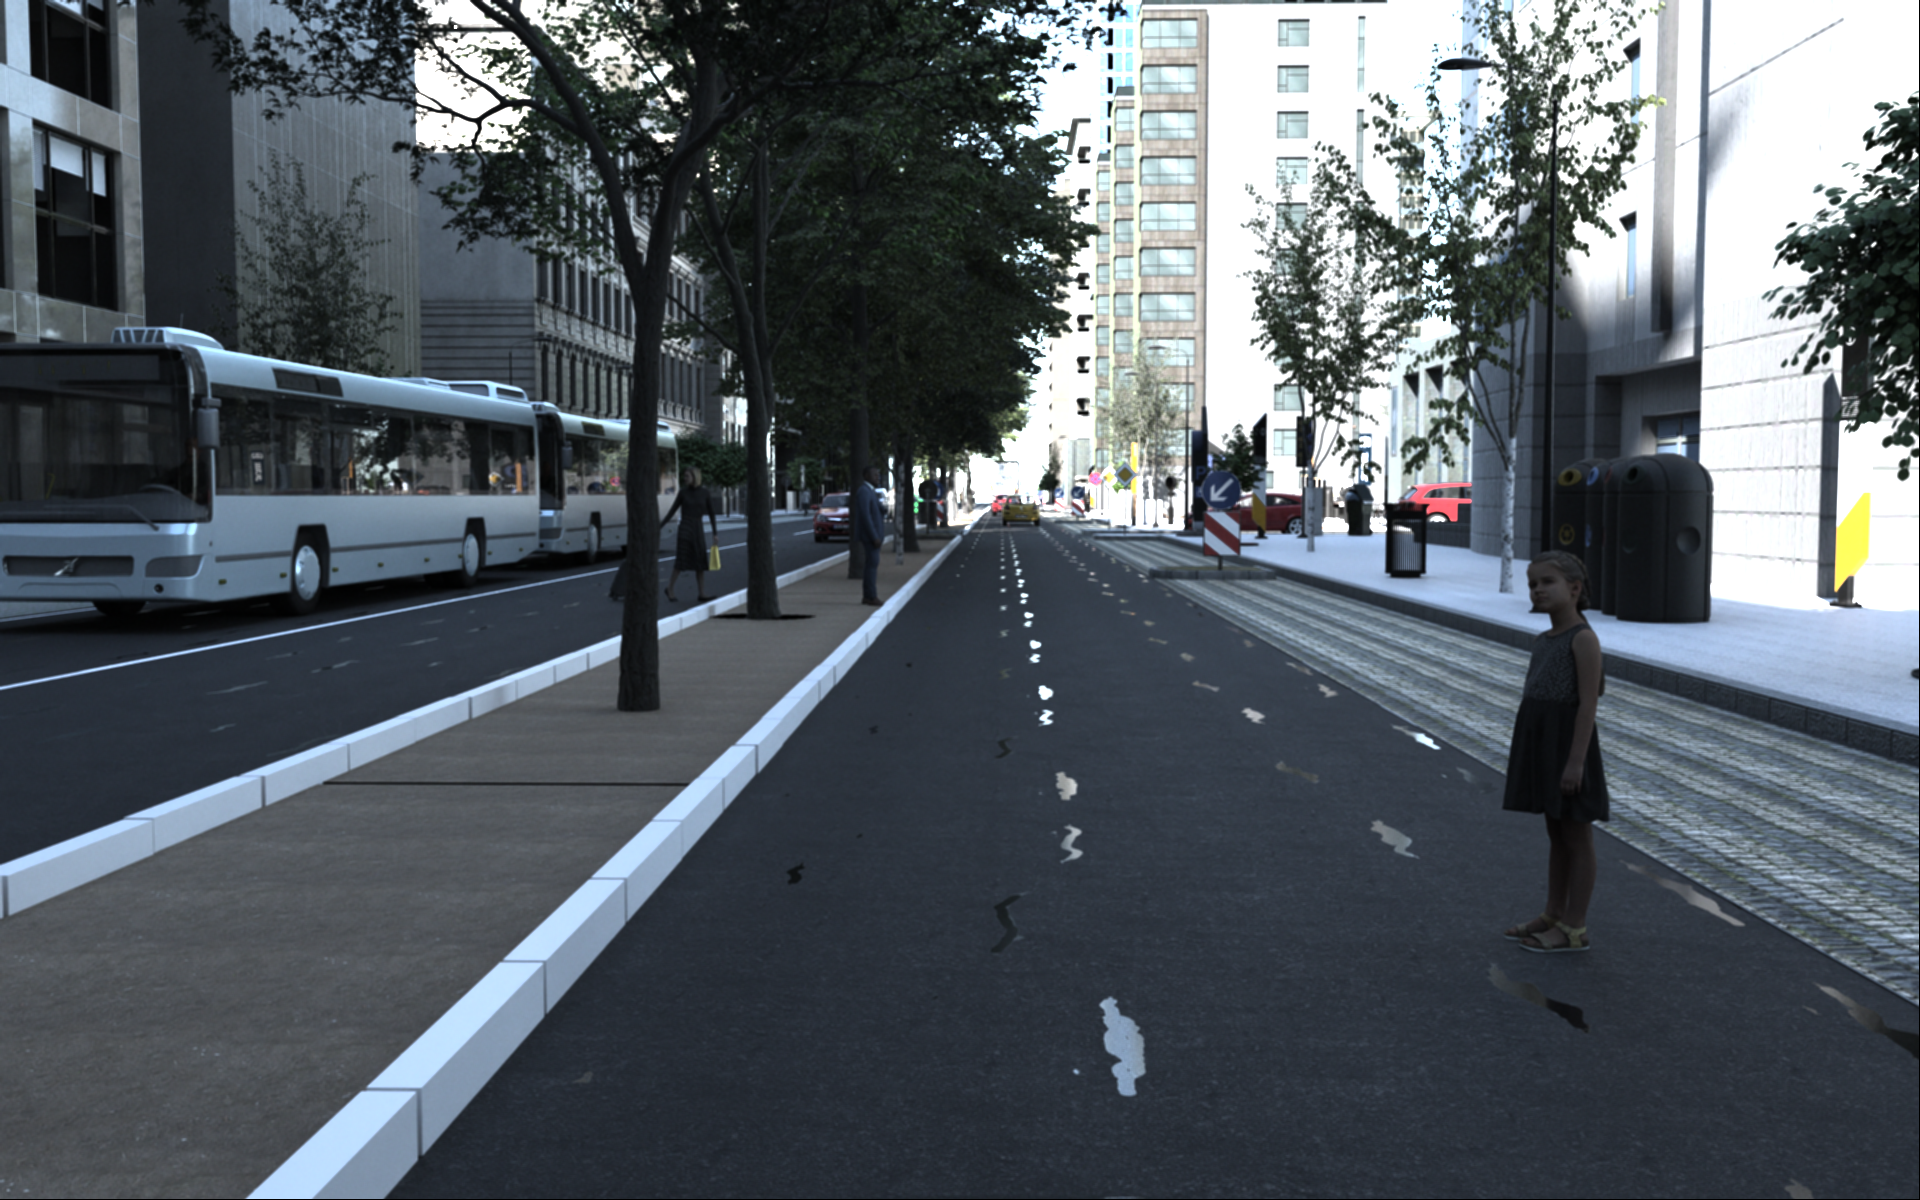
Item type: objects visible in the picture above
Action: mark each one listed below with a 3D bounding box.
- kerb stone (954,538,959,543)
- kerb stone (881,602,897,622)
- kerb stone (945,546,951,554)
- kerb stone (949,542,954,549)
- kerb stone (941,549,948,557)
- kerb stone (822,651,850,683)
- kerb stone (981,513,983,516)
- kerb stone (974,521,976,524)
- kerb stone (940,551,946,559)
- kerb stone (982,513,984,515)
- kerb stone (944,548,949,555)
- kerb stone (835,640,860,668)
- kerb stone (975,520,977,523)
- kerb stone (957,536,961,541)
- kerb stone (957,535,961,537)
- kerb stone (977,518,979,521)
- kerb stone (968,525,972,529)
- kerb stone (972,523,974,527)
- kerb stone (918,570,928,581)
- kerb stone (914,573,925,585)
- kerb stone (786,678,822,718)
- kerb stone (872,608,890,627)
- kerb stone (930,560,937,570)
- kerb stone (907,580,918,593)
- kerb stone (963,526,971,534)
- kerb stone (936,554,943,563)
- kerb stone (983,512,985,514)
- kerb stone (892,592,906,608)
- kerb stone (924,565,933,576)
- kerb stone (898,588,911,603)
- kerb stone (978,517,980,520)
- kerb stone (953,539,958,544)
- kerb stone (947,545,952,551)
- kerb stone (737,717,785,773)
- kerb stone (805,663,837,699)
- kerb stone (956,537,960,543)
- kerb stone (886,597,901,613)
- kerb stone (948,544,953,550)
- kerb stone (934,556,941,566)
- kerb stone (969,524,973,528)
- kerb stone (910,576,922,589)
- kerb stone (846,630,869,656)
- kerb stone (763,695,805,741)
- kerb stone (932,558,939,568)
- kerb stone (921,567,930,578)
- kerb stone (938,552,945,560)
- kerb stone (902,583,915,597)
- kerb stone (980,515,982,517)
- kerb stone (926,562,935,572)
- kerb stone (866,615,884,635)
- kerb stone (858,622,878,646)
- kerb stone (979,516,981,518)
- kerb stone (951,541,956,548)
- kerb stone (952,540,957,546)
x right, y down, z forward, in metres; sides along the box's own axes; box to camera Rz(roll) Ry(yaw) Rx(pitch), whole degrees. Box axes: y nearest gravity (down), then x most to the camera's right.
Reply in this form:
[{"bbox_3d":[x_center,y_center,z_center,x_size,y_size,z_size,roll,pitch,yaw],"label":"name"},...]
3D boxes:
[{"bbox_3d":[-0.173,-1.536,47.318,0.120,0.150,1.000,0,4,1],"label":"kerb stone"},{"bbox_3d":[-0.835,0.160,19.640,0.120,0.150,1.000,0,4,1],"label":"kerb stone"},{"bbox_3d":[-0.350,-1.097,40.135,0.120,0.150,1.000,0,4,1],"label":"kerb stone"},{"bbox_3d":[-0.277,-1.284,43.219,0.120,0.150,1.000,0,4,1],"label":"kerb stone"},{"bbox_3d":[-0.388,-0.967,38.091,0.120,0.150,1.000,0,4,1],"label":"kerb stone"},{"bbox_3d":[-0.981,0.534,13.472,0.120,0.150,1.000,0,4,1],"label":"kerb stone"},{"bbox_3d":[1.154,-4.890,102.148,0.120,0.150,1.000,0,4,1],"label":"kerb stone"},{"bbox_3d":[0.508,-3.261,75.506,0.120,0.150,1.000,0,4,1],"label":"kerb stone"},{"bbox_3d":[-0.427,-0.907,37.069,0.120,0.150,1.000,0,4,1],"label":"kerb stone"},{"bbox_3d":[1.207,-5.015,104.194,0.120,0.150,1.000,0,4,1],"label":"kerb stone"},{"bbox_3d":[-0.375,-1.032,39.113,0.120,0.150,1.000,0,4,1],"label":"kerb stone"},{"bbox_3d":[-0.959,0.471,14.501,0.120,0.150,1.000,0,4,1],"label":"kerb stone"},{"bbox_3d":[0.582,-3.448,78.576,0.120,0.150,1.000,0,4,1],"label":"kerb stone"},{"bbox_3d":[-0.128,-1.662,49.362,0.120,0.150,1.000,0,4,1],"label":"kerb stone"},{"bbox_3d":[-0.100,-1.724,50.385,0.120,0.150,1.000,0,4,1],"label":"kerb stone"},{"bbox_3d":[0.727,-3.822,84.714,0.120,0.150,1.000,0,4,1],"label":"kerb stone"},{"bbox_3d":[0.284,-2.696,66.274,0.120,0.150,1.000,0,4,1],"label":"kerb stone"},{"bbox_3d":[0.387,-2.946,70.380,0.120,0.150,1.000,0,4,1],"label":"kerb stone"},{"bbox_3d":[-0.638,-0.341,27.835,0.120,0.150,1.000,0,4,1],"label":"kerb stone"},{"bbox_3d":[-0.670,-0.282,26.813,0.120,0.150,1.000,0,4,1],"label":"kerb stone"},{"bbox_3d":[-1.043,0.659,11.424,0.120,0.150,1.000,0,4,1],"label":"kerb stone"},{"bbox_3d":[-0.870,0.219,18.618,0.120,0.150,1.000,0,4,1],"label":"kerb stone"},{"bbox_3d":[-0.550,-0.593,31.935,0.120,0.150,1.000,0,4,1],"label":"kerb stone"},{"bbox_3d":[-0.714,-0.154,24.757,0.120,0.150,1.000,0,4,1],"label":"kerb stone"},{"bbox_3d":[0.255,-2.627,65.253,0.120,0.150,1.000,0,4,1],"label":"kerb stone"},{"bbox_3d":[-0.463,-0.784,35.021,0.120,0.150,1.000,0,4,1],"label":"kerb stone"},{"bbox_3d":[1.328,-5.326,109.316,0.120,0.150,1.000,0,4,1],"label":"kerb stone"},{"bbox_3d":[-0.793,0.032,21.684,0.120,0.150,1.000,0,4,1],"label":"kerb stone"},{"bbox_3d":[-0.589,-0.470,29.885,0.120,0.150,1.000,0,4,1],"label":"kerb stone"},{"bbox_3d":[-0.769,-0.026,22.706,0.120,0.150,1.000,0,4,1],"label":"kerb stone"},{"bbox_3d":[0.806,-4.010,87.806,0.120,0.150,1.000,0,4,1],"label":"kerb stone"},{"bbox_3d":[-0.199,-1.474,46.296,0.120,0.150,1.000,0,4,1],"label":"kerb stone"},{"bbox_3d":[-0.317,-1.160,41.165,0.120,0.150,1.000,0,4,1],"label":"kerb stone"},{"bbox_3d":[-1.083,0.784,9.377,0.120,0.150,1.000,0,4,1],"label":"kerb stone"},{"bbox_3d":[-1.014,0.596,12.447,0.120,0.150,1.000,0,4,1],"label":"kerb stone"},{"bbox_3d":[-0.143,-1.599,48.340,0.120,0.150,1.000,0,4,1],"label":"kerb stone"},{"bbox_3d":[-0.820,0.094,20.662,0.120,0.150,1.000,0,4,1],"label":"kerb stone"},{"bbox_3d":[-0.296,-1.220,42.187,0.120,0.150,1.000,0,4,1],"label":"kerb stone"},{"bbox_3d":[-0.492,-0.720,33.995,0.120,0.150,1.000,0,4,1],"label":"kerb stone"},{"bbox_3d":[0.335,-2.818,68.321,0.120,0.150,1.000,0,4,1],"label":"kerb stone"},{"bbox_3d":[-0.692,-0.219,25.783,0.120,0.150,1.000,0,4,1],"label":"kerb stone"},{"bbox_3d":[-0.937,0.408,15.530,0.120,0.150,1.000,0,4,1],"label":"kerb stone"},{"bbox_3d":[-1.065,0.721,10.399,0.120,0.150,1.000,0,4,1],"label":"kerb stone"},{"bbox_3d":[-0.518,-0.659,32.965,0.120,0.150,1.000,0,4,1],"label":"kerb stone"},{"bbox_3d":[-0.616,-0.404,28.857,0.120,0.150,1.000,0,4,1],"label":"kerb stone"},{"bbox_3d":[-0.446,-0.847,36.047,0.120,0.150,1.000,0,4,1],"label":"kerb stone"},{"bbox_3d":[-0.739,-0.093,23.730,0.120,0.150,1.000,0,4,1],"label":"kerb stone"},{"bbox_3d":[1.005,-4.513,96.011,0.120,0.150,1.000,0,4,1],"label":"kerb stone"},{"bbox_3d":[-0.565,-0.533,30.913,0.120,0.150,1.000,0,4,1],"label":"kerb stone"},{"bbox_3d":[-0.889,0.289,17.581,0.120,0.150,1.000,0,4,1],"label":"kerb stone"},{"bbox_3d":[-0.905,0.345,16.556,0.120,0.150,1.000,0,4,1],"label":"kerb stone"},{"bbox_3d":[0.887,-4.199,90.881,0.120,0.150,1.000,0,4,1],"label":"kerb stone"},{"bbox_3d":[-0.246,-1.349,44.245,0.120,0.150,1.000,0,4,1],"label":"kerb stone"},{"bbox_3d":[-0.222,-1.411,45.267,0.120,0.150,1.000,0,4,1],"label":"kerb stone"}]
